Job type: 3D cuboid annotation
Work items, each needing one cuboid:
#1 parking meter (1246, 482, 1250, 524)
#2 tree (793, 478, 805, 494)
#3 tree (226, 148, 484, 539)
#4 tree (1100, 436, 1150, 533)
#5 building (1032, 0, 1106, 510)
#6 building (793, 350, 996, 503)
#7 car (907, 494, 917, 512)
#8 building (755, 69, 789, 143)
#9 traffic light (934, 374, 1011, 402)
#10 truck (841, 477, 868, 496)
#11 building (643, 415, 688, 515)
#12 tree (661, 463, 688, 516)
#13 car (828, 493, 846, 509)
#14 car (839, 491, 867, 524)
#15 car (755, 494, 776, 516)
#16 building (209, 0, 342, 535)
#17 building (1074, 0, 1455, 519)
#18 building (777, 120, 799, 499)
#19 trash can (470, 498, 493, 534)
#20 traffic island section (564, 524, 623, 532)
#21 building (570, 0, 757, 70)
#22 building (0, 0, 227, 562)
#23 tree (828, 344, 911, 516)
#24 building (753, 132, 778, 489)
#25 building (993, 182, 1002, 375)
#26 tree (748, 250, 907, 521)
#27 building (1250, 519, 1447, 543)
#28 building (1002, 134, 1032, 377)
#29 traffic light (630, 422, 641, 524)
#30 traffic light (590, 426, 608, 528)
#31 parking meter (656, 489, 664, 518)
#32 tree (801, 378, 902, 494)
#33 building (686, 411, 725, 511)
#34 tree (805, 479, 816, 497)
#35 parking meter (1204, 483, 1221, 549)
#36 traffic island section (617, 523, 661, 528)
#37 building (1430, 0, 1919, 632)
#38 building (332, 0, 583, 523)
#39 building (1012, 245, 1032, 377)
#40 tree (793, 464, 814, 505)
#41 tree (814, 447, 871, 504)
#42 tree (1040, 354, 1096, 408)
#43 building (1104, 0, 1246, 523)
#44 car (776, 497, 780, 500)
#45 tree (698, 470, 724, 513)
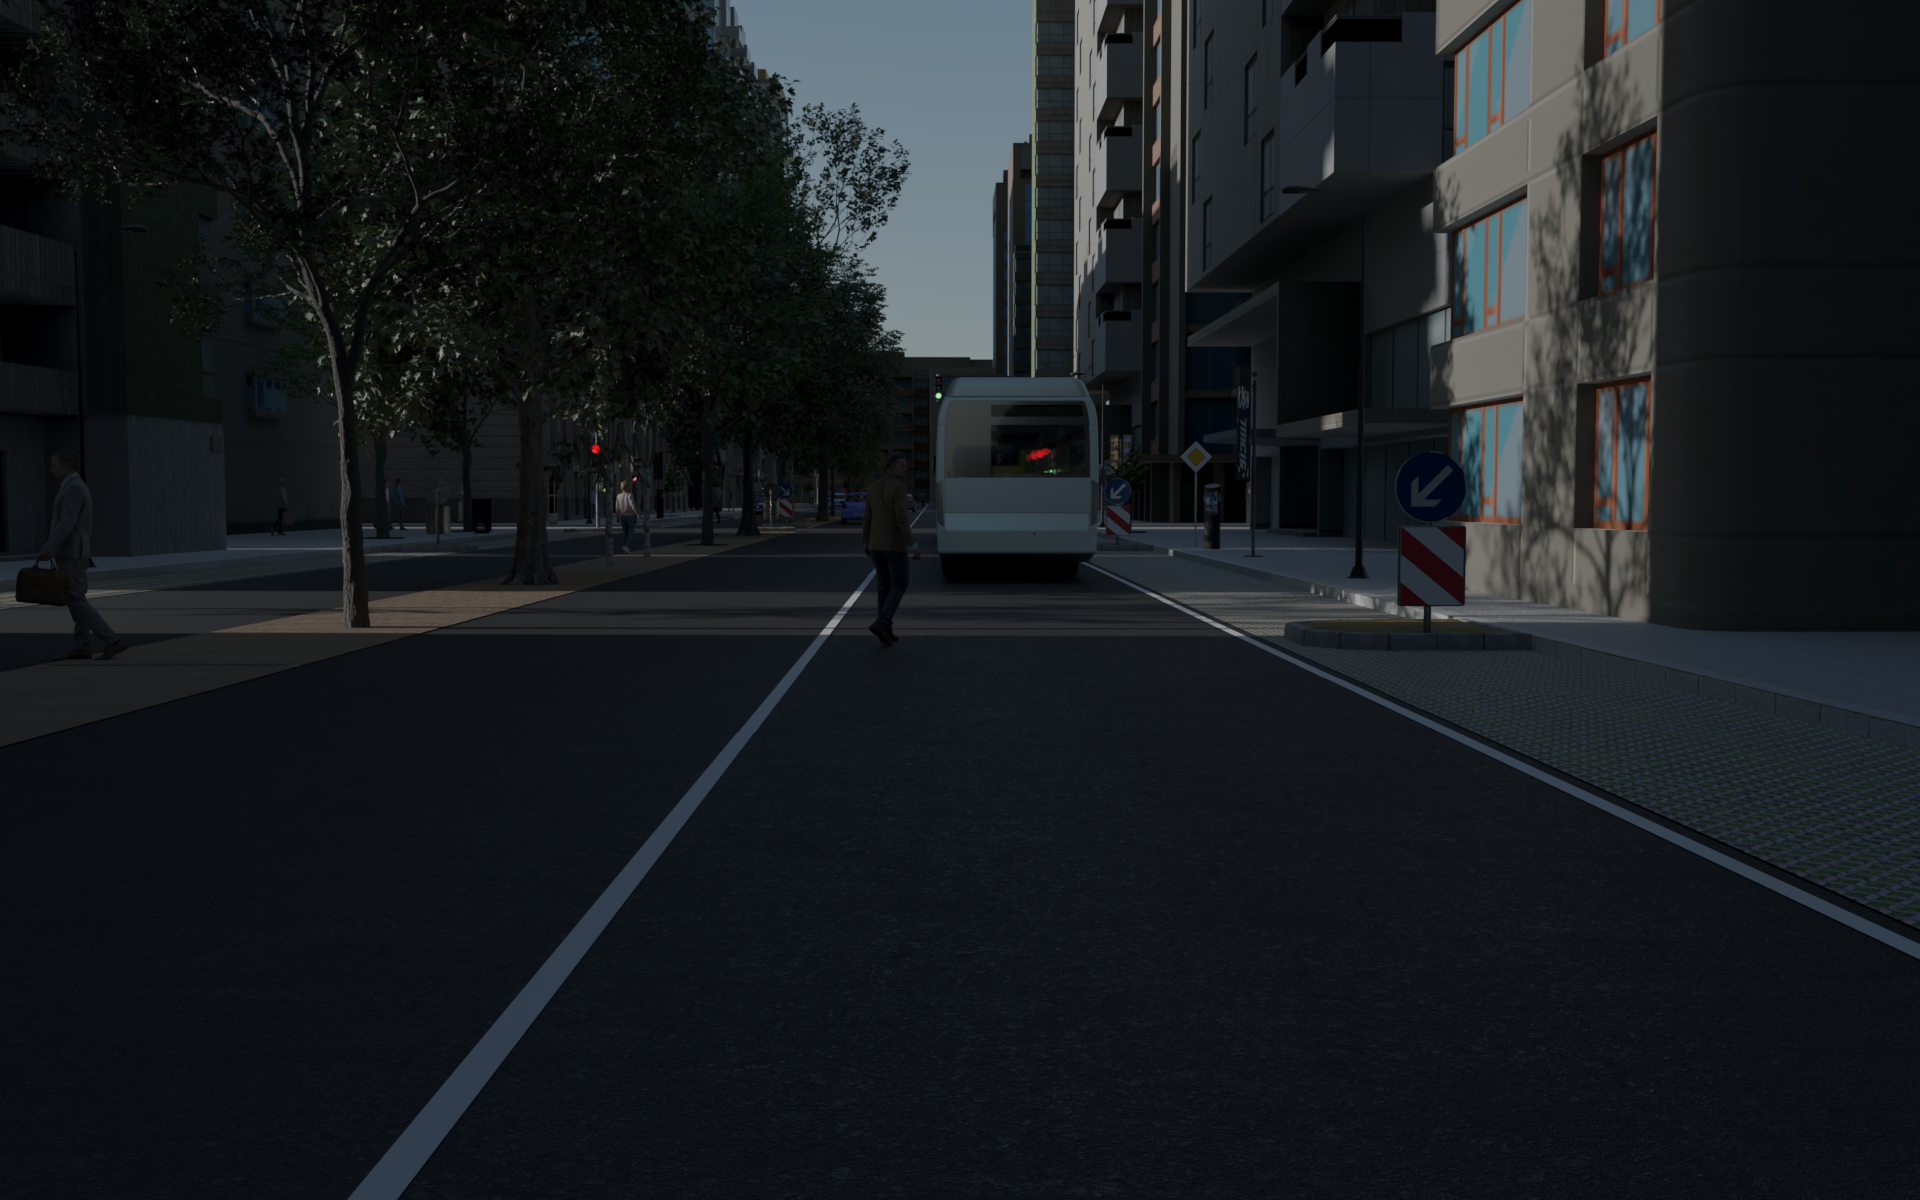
[{"bbox_3d":[12.346,-4.144,73.471,0.399,1.863,0.255,2,4,30],"label":"parking meter"},{"bbox_3d":[-17.545,-11.345,180.091,1.663,3.219,1.824,0,3,0],"label":"tree"},{"bbox_3d":[-16.663,-7.562,49.387,9.928,11.665,9.643,0,3,0],"label":"tree"},{"bbox_3d":[5.708,-3.845,57.462,1.663,3.219,1.824,0,3,0],"label":"tree"},{"bbox_3d":[12.805,-28.033,141.927,14.154,41.232,14.086,0,4,-1],"label":"building"},{"bbox_3d":[-9.766,-24.717,249.166,28.899,21.520,27.650,0,4,-1],"label":"building"},{"bbox_3d":[-4.453,-7.802,139.571,2.014,1.417,4.499,0,4,0],"label":"car"},{"bbox_3d":[-38.261,-42.899,243.401,28.212,58.520,21.231,0,4,-1],"label":"building"},{"bbox_3d":[1.404,-5.583,65.956,4.771,5.953,1.251,0,4,-1],"label":"traffic light"},{"bbox_3d":[-11.671,-12.532,193.808,2.839,4.237,11.283,0,4,-1],"label":"truck"},{"bbox_3d":[-25.216,-19.299,112.803,12.463,27.353,25.104,0,4,-1],"label":"building"},{"bbox_3d":[-16.774,-6.444,99.960,1.663,3.219,1.824,0,3,0],"label":"tree"},{"bbox_3d":[-11.258,-9.280,161.324,1.945,1.707,3.694,0,4,-1],"label":"car"},{"bbox_3d":[-4.848,-4.498,83.135,1.945,1.707,3.694,0,4,-2],"label":"car"},{"bbox_3d":[-11.890,-5.766,104.056,2.009,1.686,4.222,0,4,1],"label":"car"},{"bbox_3d":[-33.338,-26.211,52.259,21.600,48.544,21.300,0,4,-1],"label":"building"},{"bbox_3d":[21.892,-32.032,112.960,28.713,52.752,27.495,0,4,-1],"label":"building"},{"bbox_3d":[-35.307,-36.116,210.097,30.456,49.044,23.786,0,4,-1],"label":"building"},{"bbox_3d":[-15.584,-2.740,56.447,0.748,1.137,0.748,0,3,0],"label":"trash can"},{"bbox_3d":[-13.805,-2.675,66.010,2.009,0.180,2.903,0,4,-1],"label":"traffic island section"},{"bbox_3d":[-30.897,-33.255,163.328,23.786,49.044,30.456,0,4,-1],"label":"building"},{"bbox_3d":[-23.920,-15.936,32.261,14.160,30.474,14.107,0,4,-1],"label":"building"},{"bbox_3d":[-8.214,-12.153,111.520,12.009,13.543,11.850,0,3,0],"label":"tree"},{"bbox_3d":[-27.410,-30.745,186.277,14.154,41.232,14.086,0,4,-1],"label":"building"},{"bbox_3d":[11.872,-36.208,242.108,14.200,45.320,14.600,0,4,-1],"label":"building"},{"bbox_3d":[-7.193,-11.062,89.972,9.857,13.997,8.962,0,3,0],"label":"tree"},{"bbox_3d":[21.800,-28.148,49.457,28.713,52.752,27.495,0,4,-1],"label":"building"},{"bbox_3d":[13.153,-34.606,215.918,14.600,45.320,14.200,0,4,-1],"label":"building"},{"bbox_3d":[-11.783,-6.071,73.924,4.771,5.953,1.251,0,4,-1],"label":"traffic light"},{"bbox_3d":[-13.765,-4.707,65.876,0.839,4.253,0.868,0,4,-1],"label":"traffic light"},{"bbox_3d":[-15.800,-5.064,91.208,0.372,1.533,0.369,0,3,0],"label":"parking meter"},{"bbox_3d":[-8.403,-13.174,135.985,7.486,12.596,7.792,0,3,0],"label":"tree"},{"bbox_3d":[-26.867,-16.300,133.963,16.820,18.784,16.811,0,4,-1],"label":"building"},{"bbox_3d":[-18.711,-13.473,214.890,1.663,3.219,1.824,0,3,0],"label":"tree"},{"bbox_3d":[5.872,-1.951,40.310,0.372,1.533,0.369,0,3,0],"label":"parking meter"},{"bbox_3d":[-13.914,-3.163,73.995,2.009,0.180,2.903,0,4,-1],"label":"traffic island section"},{"bbox_3d":[20.774,-10.100,10.170,27.650,21.520,28.899,0,4,-1],"label":"building"},{"bbox_3d":[-24.651,-17.748,87.441,12.463,27.353,25.104,0,4,-1],"label":"building"},{"bbox_3d":[13.034,-26.310,201.862,14.160,30.474,14.107,0,4,-1],"label":"building"},{"bbox_3d":[-18.394,-16.893,226.563,4.737,8.622,4.395,0,3,0],"label":"tree"},{"bbox_3d":[-8.328,-10.808,129.524,4.737,8.622,4.395,0,3,0],"label":"tree"},{"bbox_3d":[5.263,-8.649,91.769,4.737,8.622,4.395,0,3,0],"label":"tree"},{"bbox_3d":[21.873,-26.335,85.206,28.867,44.769,22.147,0,4,-1],"label":"building"},{"bbox_3d":[-14.607,-7.482,131.920,1.945,1.707,3.694,0,3,0],"label":"car"},{"bbox_3d":[-16.799,-7.515,117.473,1.663,3.219,1.824,0,3,0],"label":"tree"}]
